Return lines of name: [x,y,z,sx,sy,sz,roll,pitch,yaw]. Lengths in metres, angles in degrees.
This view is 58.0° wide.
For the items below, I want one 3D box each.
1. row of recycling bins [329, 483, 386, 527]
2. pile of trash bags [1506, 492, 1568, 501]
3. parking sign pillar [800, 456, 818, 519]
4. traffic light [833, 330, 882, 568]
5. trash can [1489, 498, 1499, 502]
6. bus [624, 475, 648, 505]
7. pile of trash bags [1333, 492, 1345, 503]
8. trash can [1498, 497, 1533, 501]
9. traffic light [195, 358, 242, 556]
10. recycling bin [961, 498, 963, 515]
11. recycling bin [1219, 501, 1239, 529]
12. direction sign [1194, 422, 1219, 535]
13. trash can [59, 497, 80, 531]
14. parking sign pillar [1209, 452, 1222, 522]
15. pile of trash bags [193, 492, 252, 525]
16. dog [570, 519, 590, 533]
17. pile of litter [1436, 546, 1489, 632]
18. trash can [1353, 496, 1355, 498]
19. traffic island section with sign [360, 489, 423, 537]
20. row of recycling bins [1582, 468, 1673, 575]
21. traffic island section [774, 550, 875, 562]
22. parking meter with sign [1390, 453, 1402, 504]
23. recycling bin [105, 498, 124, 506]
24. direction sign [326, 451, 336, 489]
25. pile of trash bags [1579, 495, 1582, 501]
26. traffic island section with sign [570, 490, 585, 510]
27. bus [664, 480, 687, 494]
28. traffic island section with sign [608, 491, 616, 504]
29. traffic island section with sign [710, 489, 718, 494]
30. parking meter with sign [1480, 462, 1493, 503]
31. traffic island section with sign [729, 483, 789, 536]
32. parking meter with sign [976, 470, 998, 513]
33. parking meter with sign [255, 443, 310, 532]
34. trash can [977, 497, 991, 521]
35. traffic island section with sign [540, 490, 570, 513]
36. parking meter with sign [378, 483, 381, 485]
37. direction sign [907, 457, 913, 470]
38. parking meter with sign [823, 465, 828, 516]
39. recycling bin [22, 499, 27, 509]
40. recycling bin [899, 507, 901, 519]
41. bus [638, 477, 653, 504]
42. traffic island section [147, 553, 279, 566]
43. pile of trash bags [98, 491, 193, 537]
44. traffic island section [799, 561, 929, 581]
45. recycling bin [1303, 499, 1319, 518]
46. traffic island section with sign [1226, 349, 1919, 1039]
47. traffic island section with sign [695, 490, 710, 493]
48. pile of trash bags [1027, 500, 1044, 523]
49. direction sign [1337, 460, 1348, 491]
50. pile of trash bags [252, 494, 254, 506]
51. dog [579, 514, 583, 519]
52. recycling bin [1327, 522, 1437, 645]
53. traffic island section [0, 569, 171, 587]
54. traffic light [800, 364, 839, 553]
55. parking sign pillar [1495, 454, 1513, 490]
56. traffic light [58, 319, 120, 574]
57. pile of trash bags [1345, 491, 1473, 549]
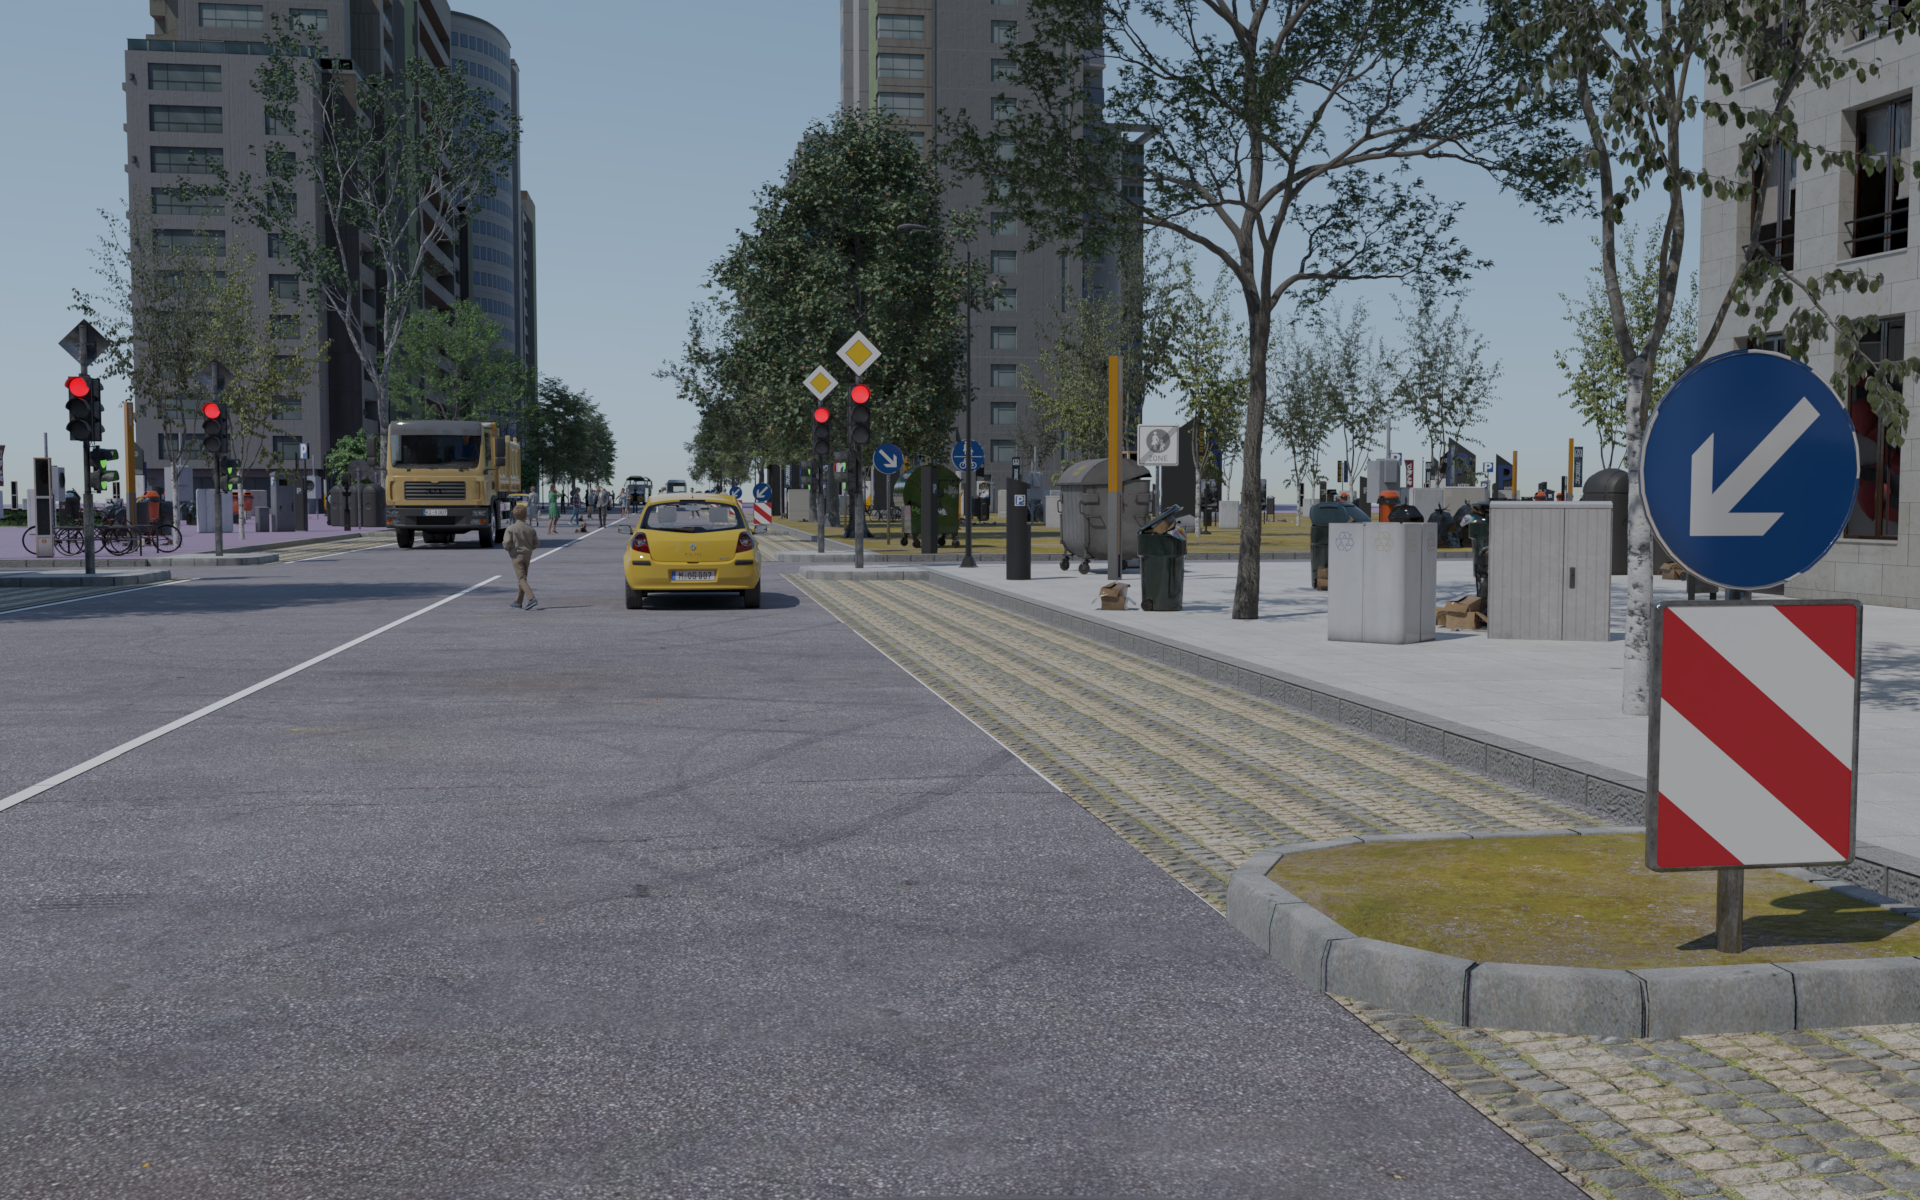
row of recycling bins: [-23.622,-3.717,67.889,1.069,1.692,3.534,-3,5,-45]
pile of trash bags: [24.599,-3.993,75.030,1.912,1.369,3.447,0,4,-3]
parking sign pillar: [-7.621,-5.948,85.724,1.447,3.967,1.447,-1,4,-12]
traffic light: [-1.759,-2.502,29.823,0.839,4.253,0.868,-1,4,-9]
trash can: [21.367,-3.497,68.833,0.748,1.137,0.748,0,3,0]
bus: [-43.251,-14.705,231.965,2.896,3.916,12.252,-1,4,-8]
pile of trash bags: [21.187,-5.213,94.988,1.912,1.369,3.447,1,4,16]
trash can: [17.516,-2.610,54.326,0.748,1.137,0.748,0,3,0]
traffic light: [-15.295,-2.861,35.690,0.839,4.253,0.868,-1,4,-9]
recycling bin: [0.509,-5.628,104.580,0.722,1.027,0.722,-3,4,-37]
recycling bin: [9.905,-3.133,63.780,0.722,1.027,0.722,0,4,7]
direction sign: [7.825,-3.853,54.999,0.876,3.537,0.379,-2,4,-25]
trash can: [-31.362,-3.015,60.953,0.748,1.137,0.748,0,3,0]
parking sign pillar: [11.596,-5.598,80.006,1.447,3.967,1.447,-1,4,-22]
pile of trash bags: [-31.325,-3.769,71.382,3.447,1.369,1.912,-1,4,-11]
dog: [-14.055,-2.680,64.016,0.748,0.427,0.550,-1,4,-13]
pile of litter: [4.969,-0.176,16.850,1.176,0.858,1.719,2,4,26]
trash can: [23.548,-5.709,104.994,0.748,1.137,0.748,0,3,0]
traffic island section with sign: [-19.032,-3.041,58.341,1.989,1.847,2.006,-1,4,-9]
row of recycling bins: [11.763,-1.255,27.634,3.534,1.692,1.069,0,3,0]
traffic island section: [-3.008,-0.951,37.824,2.009,0.180,2.903,-1,4,-9]
parking meter with sign: [18.542,-4.740,73.756,0.543,3.016,1.738,1,4,16]
recycling bin: [-49.177,-5.395,100.766,0.722,1.027,0.722,0,4,7]
direction sign: [-33.535,-6.144,92.444,0.379,3.537,0.876,1,4,10]
pile of trash bags: [42.517,-6.650,118.484,3.447,1.369,1.912,2,4,32]
traffic island section with sign: [-35.776,-9.293,160.561,1.989,1.847,2.006,-1,4,-9]
bus: [-37.332,-14.211,227.208,2.948,3.499,13.247,-1,4,-11]
traffic island section with sign: [-49.201,-14.309,242.577,1.989,1.847,2.006,-1,4,-9]
traffic island section with sign: [-11.379,-4.787,86.902,1.989,1.847,2.006,-1,4,-9]
parking meter with sign: [28.678,-6.016,94.618,0.543,3.016,1.738,2,4,27]
traffic island section with sign: [-7.026,-3.160,60.299,1.989,1.847,2.006,-1,4,-9]
parking meter with sign: [1.939,-7.239,114.620,1.738,3.016,0.543,1,4,18]
parking meter with sign: [-22.966,-3.816,58.660,0.543,3.016,1.738,3,5,44]
trash can: [1.104,-4.344,82.673,0.748,1.137,0.748,0,3,0]
traffic island section with sign: [-31.412,-7.660,133.865,1.989,1.847,2.006,-1,4,-9]
parking meter with sign: [-35.843,-6.662,105.183,1.738,3.016,0.543,1,4,11]
direction sign: [-2.865,-6.896,104.740,0.876,3.537,0.379,0,4,7]
parking meter with sign: [-8.149,-6.577,103.795,0.543,3.016,1.738,-1,4,-13]
recycling bin: [-51.849,-5.137,96.549,0.722,1.027,0.722,-2,4,-26]
recycling bin: [-2.926,-4.808,91.160,0.722,1.027,0.722,0,4,-3]
bus: [-45.576,-15.754,249.124,2.896,3.916,12.252,-1,4,-9]
traffic island section: [-15.336,-0.828,35.818,2.009,0.180,2.903,-1,4,-9]
pile of trash bags: [-25.058,-2.643,52.969,1.912,1.369,3.447,-3,4,-39]
traffic island section: [-1.717,-0.469,29.944,2.009,0.180,2.903,-1,4,-9]
recycling bin: [19.106,-4.986,94.080,0.722,1.027,0.722,-1,4,-19]
traffic island section with sign: [1.943,0.191,5.509,1.989,1.847,2.006,-1,4,-9]
traffic island section with sign: [-23.858,-9.447,163.086,1.989,1.847,2.006,-1,4,-9]
pile of trash bags: [3.975,-4.210,78.585,3.447,1.369,1.912,3,5,42]
direction sign: [25.811,-7.636,116.852,0.876,3.537,0.379,-2,4,-25]
pile of trash bags: [-36.257,-4.574,84.537,3.447,1.369,1.912,-3,4,-38]
dog: [-19.796,-4.257,89.791,0.748,0.427,0.550,-1,4,-10]
recycling bin: [3.701,-0.160,15.175,0.722,1.027,0.722,3,5,39]
traffic island section: [-14.046,-0.346,27.938,2.009,0.180,2.903,-1,4,-9]
traffic light: [-3.049,-2.984,37.704,0.839,4.253,0.868,-1,4,-9]
parking sign pillar: [36.465,-7.779,115.660,1.447,3.967,1.447,0,4,-1]
traffic light: [-14.005,-2.379,27.810,0.839,4.253,0.868,-1,4,-9]
pile of trash bags: [11.297,-1.998,42.426,1.912,1.369,3.447,-1,4,-21]
